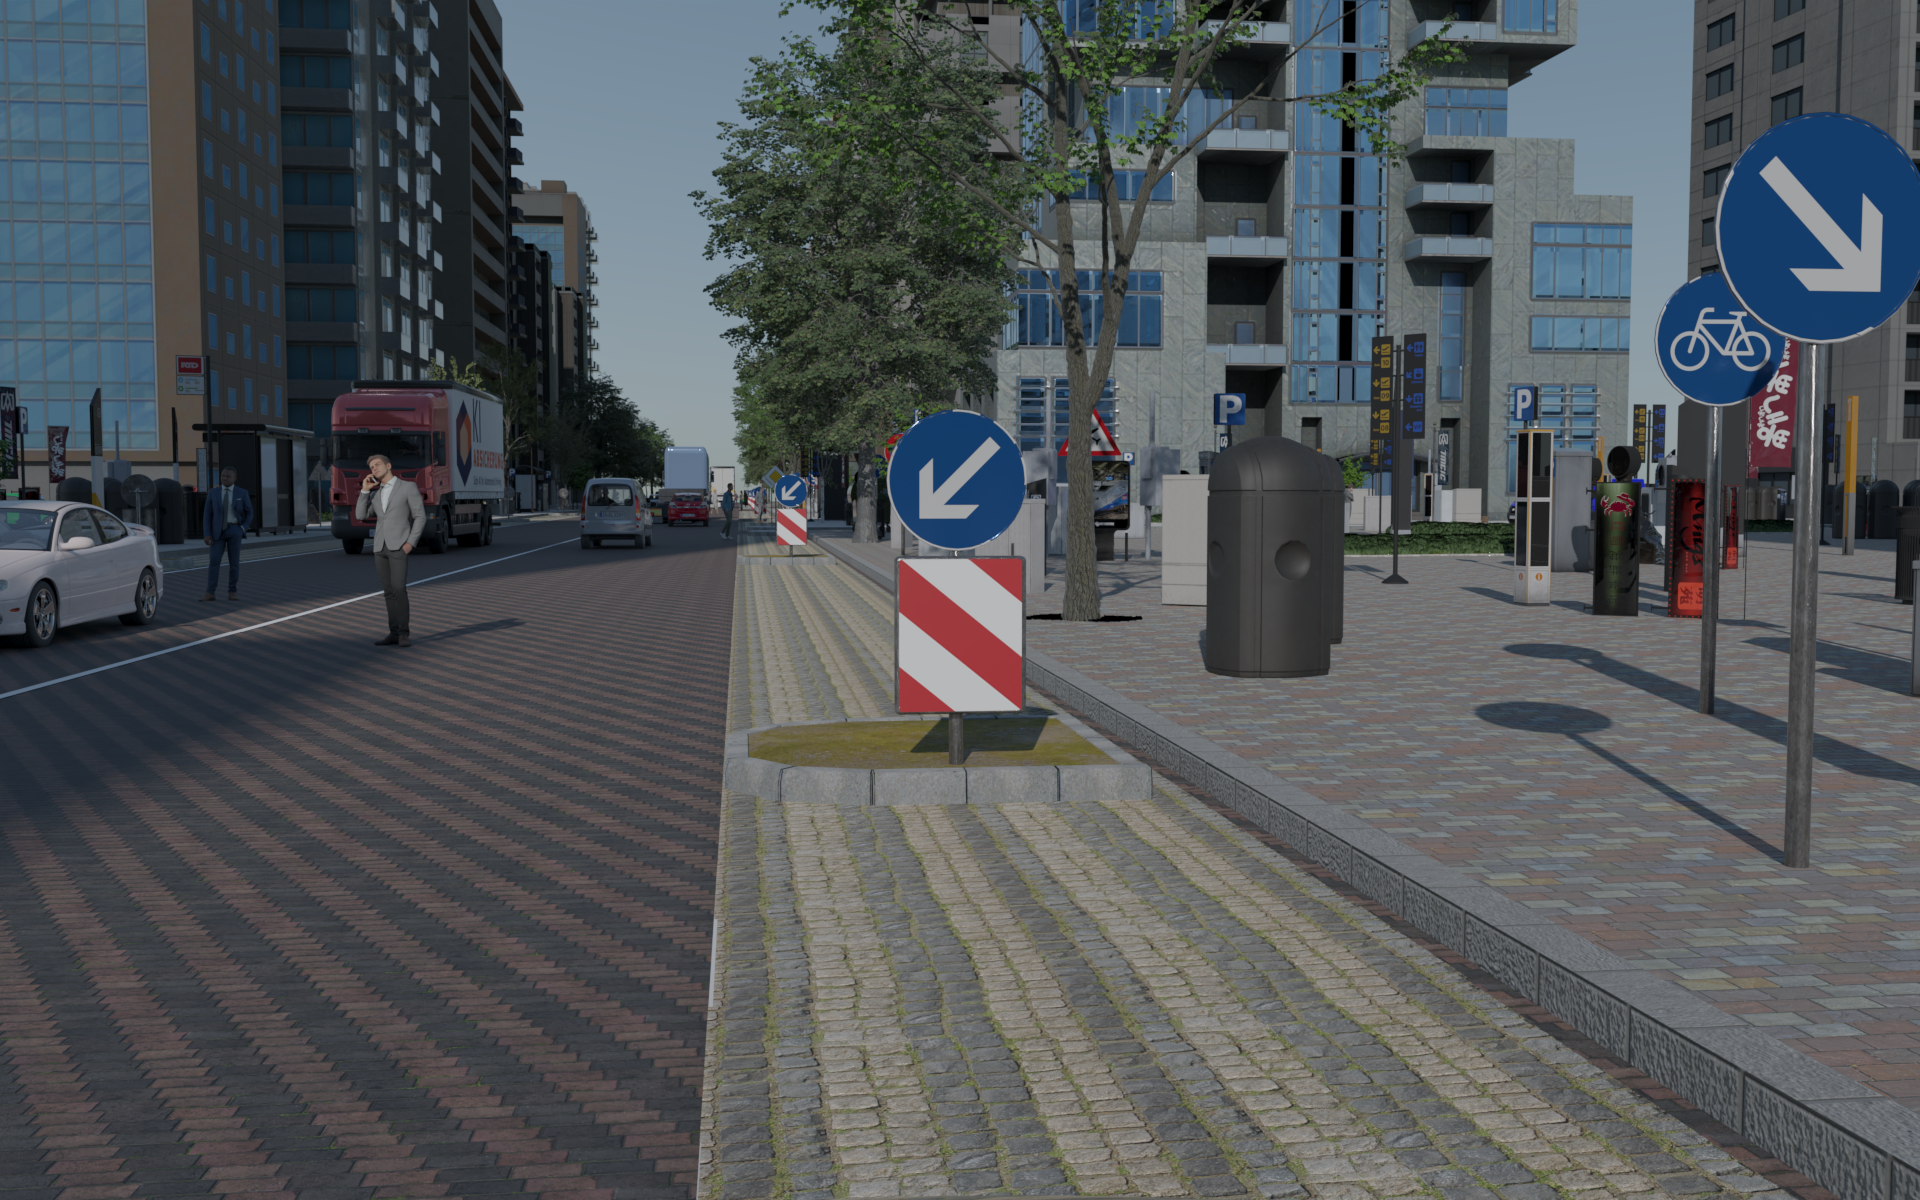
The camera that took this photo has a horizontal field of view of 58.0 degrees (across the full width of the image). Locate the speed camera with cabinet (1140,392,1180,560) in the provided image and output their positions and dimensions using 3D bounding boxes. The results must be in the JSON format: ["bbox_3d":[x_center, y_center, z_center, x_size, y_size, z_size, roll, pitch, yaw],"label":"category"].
[{"bbox_3d":[4.158,-2.369,33.068,0.660,3.252,2.038,-1,4,-22],"label":"speed camera with cabinet"}]

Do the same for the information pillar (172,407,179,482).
[{"bbox_3d":[-21.218,-3.396,46.873,0.183,3.616,0.504,-1,4,-18],"label":"information pillar"}]

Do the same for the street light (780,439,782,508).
[{"bbox_3d":[-14.674,-10.350,142.009,0.468,5.910,1.993,0,4,-7],"label":"street light"}]

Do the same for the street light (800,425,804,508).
[{"bbox_3d":[-8.604,-7.386,93.540,0.468,5.910,1.993,0,4,-7],"label":"street light"}]

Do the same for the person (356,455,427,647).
[{"bbox_3d":[-5.378,-0.471,16.388,0.592,1.802,0.473,2,4,34],"label":"person"}]

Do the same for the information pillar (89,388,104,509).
[{"bbox_3d":[-18.931,-2.854,38.015,0.183,3.616,0.504,0,4,-7],"label":"information pillar"}]

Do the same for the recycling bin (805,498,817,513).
[{"bbox_3d":[-10.281,-6.548,119.618,0.722,1.027,0.722,-1,4,-19],"label":"recycling bin"}]

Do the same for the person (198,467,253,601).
[{"bbox_3d":[-9.922,-0.899,23.386,0.721,1.800,0.419,-2,4,-25],"label":"person"}]

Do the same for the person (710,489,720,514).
[{"bbox_3d":[-17.520,-7.034,123.864,0.624,1.780,0.694,3,5,42],"label":"person"}]

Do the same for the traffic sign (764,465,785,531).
[{"bbox_3d":[-6.397,-3.453,60.095,0.795,2.450,0.064,0,4,-7],"label":"traffic sign"}]

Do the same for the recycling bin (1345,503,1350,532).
[{"bbox_3d":[10.559,-2.234,49.074,0.722,1.027,0.722,3,5,41],"label":"recycling bin"}]

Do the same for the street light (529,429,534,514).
[{"bbox_3d":[-28.246,-8.651,114.232,0.468,5.910,1.993,0,4,-7],"label":"street light"}]

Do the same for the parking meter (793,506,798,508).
[{"bbox_3d":[-9.741,-5.877,101.805,0.255,1.863,0.399,2,4,35],"label":"parking meter"}]

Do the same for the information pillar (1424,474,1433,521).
[{"bbox_3d":[17.226,-3.623,63.727,0.304,2.012,0.304,1,4,14],"label":"information pillar"}]

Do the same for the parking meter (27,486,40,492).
[{"bbox_3d":[-30.797,-3.010,57.620,0.372,1.533,0.369,0,3,0],"label":"parking meter"}]

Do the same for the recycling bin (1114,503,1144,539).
[{"bbox_3d":[4.805,-2.274,49.740,0.722,1.027,0.722,-3,4,-36],"label":"recycling bin"}]

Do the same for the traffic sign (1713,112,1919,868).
[{"bbox_3d":[2.885,-0.354,5.895,0.768,2.556,0.104,0,4,-6],"label":"traffic sign"}]

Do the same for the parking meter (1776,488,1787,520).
[{"bbox_3d":[36.025,-4.131,75.957,0.372,1.533,0.369,0,3,0],"label":"parking meter"}]

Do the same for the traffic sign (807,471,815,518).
[{"bbox_3d":[-7.956,-5.757,94.236,0.768,2.556,0.104,0,4,-3],"label":"traffic sign"}]

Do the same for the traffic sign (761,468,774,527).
[{"bbox_3d":[-7.400,-3.937,68.017,0.795,2.450,0.064,0,4,-7],"label":"traffic sign"}]

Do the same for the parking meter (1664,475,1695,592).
[{"bbox_3d":[9.446,-0.874,22.707,0.372,1.533,0.369,0,3,0],"label":"parking meter"}]

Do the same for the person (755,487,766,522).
[{"bbox_3d":[-10.141,-4.864,88.118,0.391,1.810,0.635,2,4,25],"label":"person"}]

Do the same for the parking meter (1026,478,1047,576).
[{"bbox_3d":[1.172,-1.149,27.202,0.372,1.533,0.369,0,3,0],"label":"parking meter"}]

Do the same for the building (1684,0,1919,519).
[{"bbox_3d":[53.240,-39.833,89.519,20.611,71.187,20.563,0,4,-7],"label":"building"}]

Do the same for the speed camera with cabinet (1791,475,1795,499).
[{"bbox_3d":[39.412,-5.281,80.679,2.038,3.252,0.660,-3,5,-44],"label":"speed camera with cabinet"}]

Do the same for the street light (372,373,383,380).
[{"bbox_3d":[-22.263,-5.722,66.335,0.468,5.910,1.993,0,4,-7],"label":"street light"}]

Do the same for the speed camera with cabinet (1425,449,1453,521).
[{"bbox_3d":[20.993,-4.987,75.873,0.660,3.252,2.038,0,4,-6],"label":"speed camera with cabinet"}]

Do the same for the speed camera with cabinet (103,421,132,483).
[{"bbox_3d":[-22.441,-3.242,47.344,0.660,3.252,2.038,2,4,35],"label":"speed camera with cabinet"}]

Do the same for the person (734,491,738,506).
[{"bbox_3d":[-26.649,-12.005,205.314,0.617,1.759,0.750,1,4,9],"label":"person"}]

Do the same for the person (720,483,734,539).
[{"bbox_3d":[-7.363,-2.813,54.829,0.444,1.785,0.601,2,4,25],"label":"person"}]

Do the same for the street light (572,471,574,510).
[{"bbox_3d":[-31.871,-10.378,142.473,0.468,5.910,1.993,0,4,-7],"label":"street light"}]

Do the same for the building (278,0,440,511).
[{"bbox_3d":[-47.782,-30.393,116.541,23.786,49.044,30.456,0,4,-7],"label":"building"}]

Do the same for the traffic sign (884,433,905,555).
[{"bbox_3d":[-1.193,-2.210,36.247,0.768,2.556,0.104,0,4,2],"label":"traffic sign"}]

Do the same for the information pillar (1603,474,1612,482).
[{"bbox_3d":[23.832,-3.635,63.926,0.304,2.012,0.304,-3,5,-42],"label":"information pillar"}]

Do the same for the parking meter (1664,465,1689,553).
[{"bbox_3d":[14.234,-1.752,34.364,0.399,1.863,0.255,0,4,-8],"label":"parking meter"}]

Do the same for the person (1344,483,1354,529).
[{"bbox_3d":[15.241,-3.641,67.836,0.447,1.846,0.655,0,4,-7],"label":"person"}]

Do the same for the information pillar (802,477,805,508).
[{"bbox_3d":[-8.680,-6.403,96.044,0.183,3.616,0.504,0,4,-8],"label":"information pillar"}]

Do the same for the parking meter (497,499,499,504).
[{"bbox_3d":[-29.017,-6.333,109.259,0.399,1.863,0.255,3,5,40],"label":"parking meter"}]

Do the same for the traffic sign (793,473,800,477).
[{"bbox_3d":[-9.704,-6.276,102.723,0.768,2.556,0.104,0,4,-5],"label":"traffic sign"}]

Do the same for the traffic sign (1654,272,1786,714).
[{"bbox_3d":[4.369,-0.608,10.054,0.768,2.556,0.104,0,4,-2],"label":"traffic sign"}]

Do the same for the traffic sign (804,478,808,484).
[{"bbox_3d":[-12.425,-8.484,138.711,0.884,2.594,0.081,0,4,1],"label":"traffic sign"}]

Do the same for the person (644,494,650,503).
[{"bbox_3d":[-27.213,-8.473,150.226,0.799,1.438,0.628,1,4,15],"label":"person"}]

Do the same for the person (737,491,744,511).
[{"bbox_3d":[-18.861,-8.532,148.724,0.721,1.735,1.217,-2,4,-32],"label":"person"}]

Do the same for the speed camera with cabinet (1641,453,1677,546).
[{"bbox_3d":[17.198,-2.933,42.284,0.660,3.252,2.038,0,4,6],"label":"speed camera with cabinet"}]

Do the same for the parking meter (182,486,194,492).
[{"bbox_3d":[-24.757,-2.882,55.536,0.372,1.533,0.369,0,3,0],"label":"parking meter"}]

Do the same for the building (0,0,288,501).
[{"bbox_3d":[-40.510,-26.298,80.082,14.600,45.320,14.200,0,4,-7],"label":"building"}]

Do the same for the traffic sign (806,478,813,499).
[{"bbox_3d":[-8.556,-6.167,100.931,0.768,2.556,0.104,0,4,-3],"label":"traffic sign"}]

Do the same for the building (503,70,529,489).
[{"bbox_3d":[-55.803,-31.767,174.018,22.147,44.769,28.867,0,4,-7],"label":"building"}]

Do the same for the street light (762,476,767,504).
[{"bbox_3d":[-28.826,-17.138,252.989,0.468,5.910,1.993,0,4,-7],"label":"street light"}]

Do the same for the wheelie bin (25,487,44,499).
[{"bbox_3d":[-39.296,-3.999,73.296,0.980,1.594,0.693,-1,4,-20],"label":"wheelie bin"}]

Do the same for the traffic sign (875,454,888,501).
[{"bbox_3d":[-2.673,-3.364,55.102,0.768,2.556,0.104,0,4,-6],"label":"traffic sign"}]

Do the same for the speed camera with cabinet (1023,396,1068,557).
[{"bbox_3d":[1.828,-2.542,35.892,0.660,3.252,2.038,1,4,18],"label":"speed camera with cabinet"}]

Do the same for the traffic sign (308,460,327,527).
[{"bbox_3d":[-24.677,-4.083,66.764,0.884,2.594,0.081,0,4,-4],"label":"traffic sign"}]

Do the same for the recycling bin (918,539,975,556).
[{"bbox_3d":[-0.171,-0.886,27.035,0.722,1.027,0.722,2,4,33],"label":"recycling bin"}]

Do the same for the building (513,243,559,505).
[{"bbox_3d":[-54.012,-25.995,196.720,14.160,30.474,14.107,0,4,-7],"label":"building"}]

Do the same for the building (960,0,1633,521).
[{"bbox_3d":[15.629,-47.431,88.163,31.000,86.520,22.319,0,4,-7],"label":"building"}]

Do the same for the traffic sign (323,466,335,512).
[{"bbox_3d":[-24.048,-4.072,66.576,0.884,2.594,0.081,0,4,-2],"label":"traffic sign"}]

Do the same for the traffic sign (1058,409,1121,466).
[{"bbox_3d":[1.797,-1.473,24.081,0.884,2.594,0.081,0,3,0],"label":"traffic sign"}]

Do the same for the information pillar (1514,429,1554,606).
[{"bbox_3d":[6.578,-0.940,19.866,0.304,2.012,0.304,-1,4,-12],"label":"information pillar"}]
